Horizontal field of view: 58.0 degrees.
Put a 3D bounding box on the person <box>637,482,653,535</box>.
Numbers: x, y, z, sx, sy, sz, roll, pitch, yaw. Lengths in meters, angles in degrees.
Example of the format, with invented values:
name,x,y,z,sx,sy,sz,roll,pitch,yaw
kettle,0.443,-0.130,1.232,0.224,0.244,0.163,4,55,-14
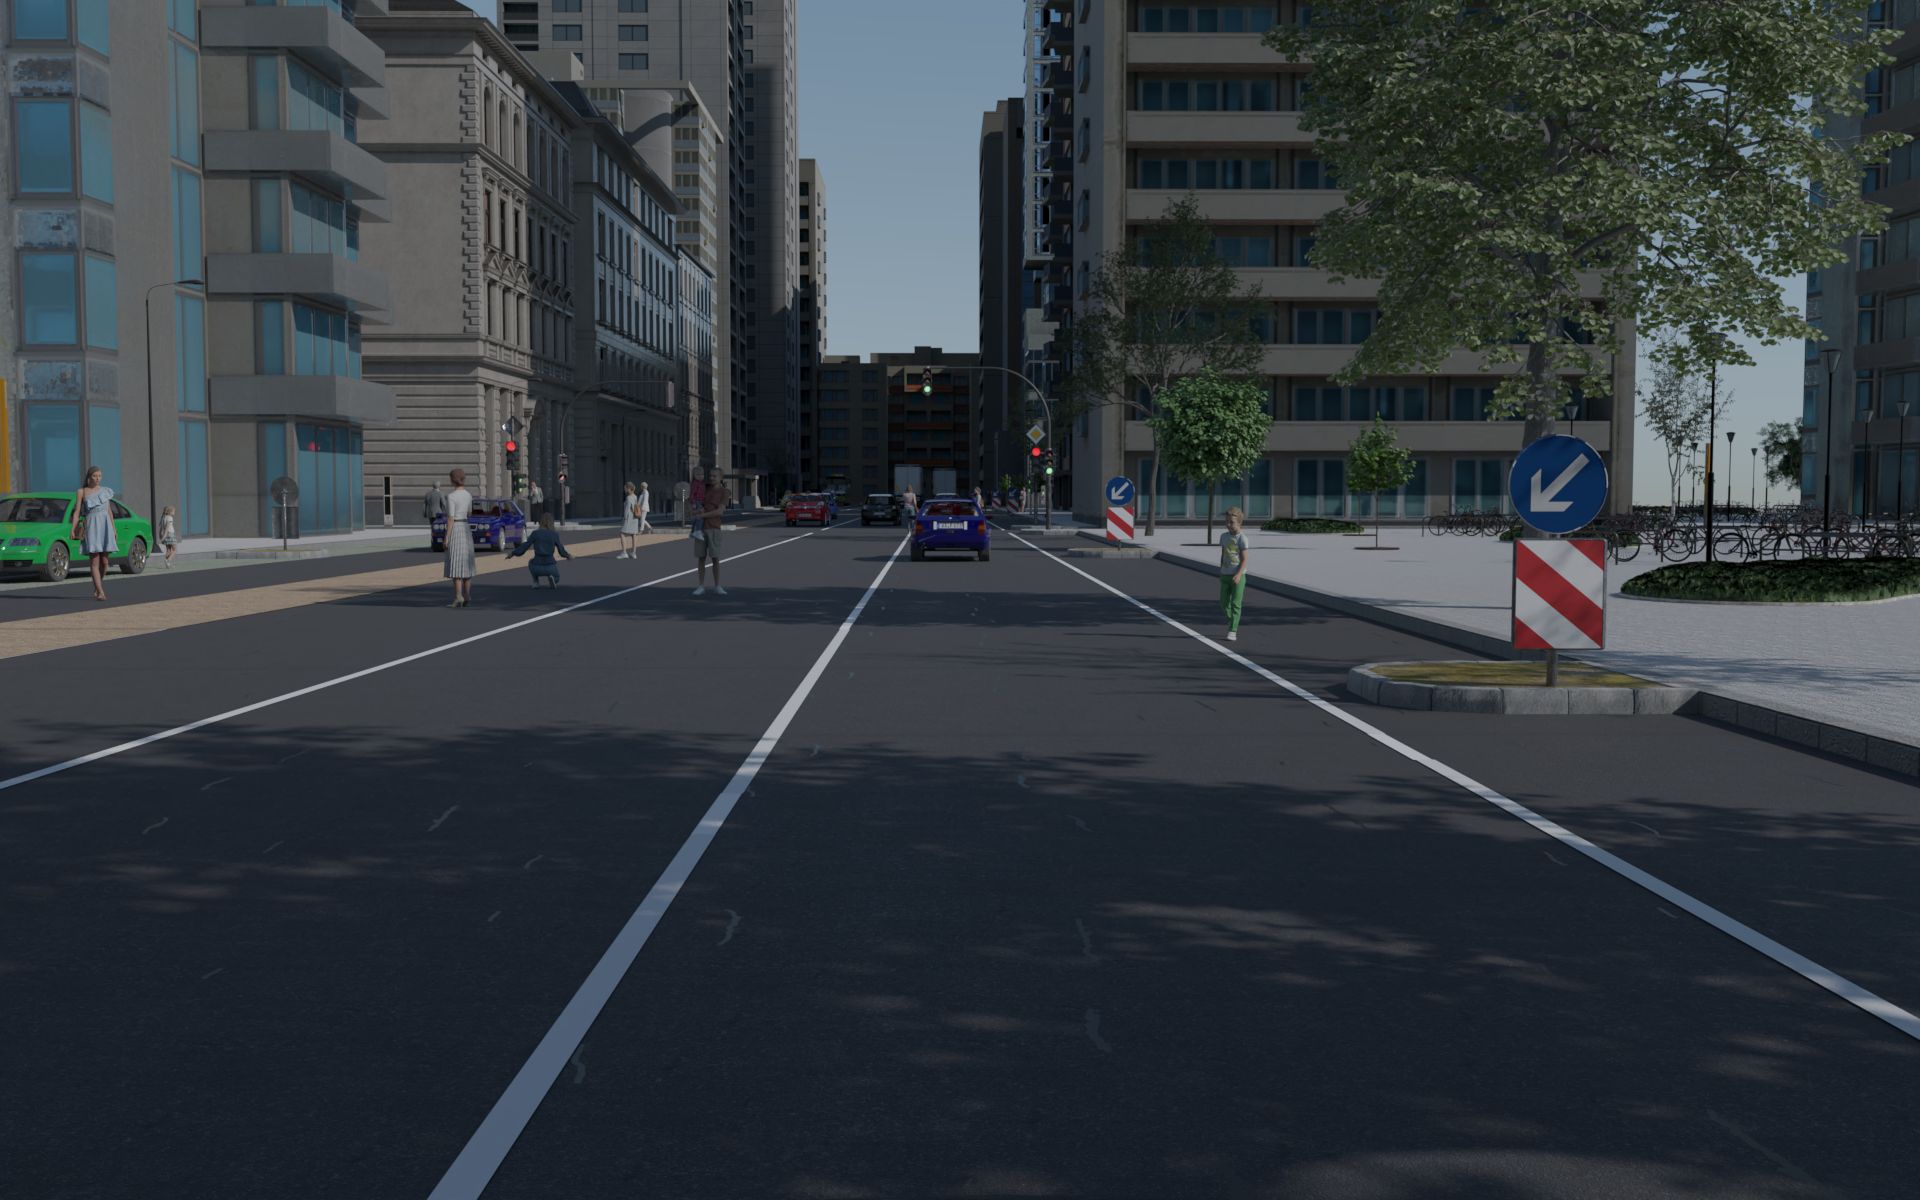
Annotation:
name,x,y,z,sx,sy,sz,roll,pitch,yaw
person,-10.915,-3.162,60.074,0.818,1.842,0.514,-3,5,-45

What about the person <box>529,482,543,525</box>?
name,x,y,z,sx,sy,sz,roll,pitch,yaw
person,-17.795,-4.072,72.803,0.592,1.802,0.473,-1,4,-12

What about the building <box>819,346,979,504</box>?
name,x,y,z,sx,sy,sz,roll,pitch,yaw
building,-4.315,-24.291,242.191,28.899,21.520,27.650,0,4,-1

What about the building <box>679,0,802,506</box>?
name,x,y,z,sx,sy,sz,roll,pitch,yaw
building,-30.356,-47.139,208.978,20.611,71.187,20.563,0,4,-1

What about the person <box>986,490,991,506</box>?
name,x,y,z,sx,sy,sz,roll,pitch,yaw
person,3.189,-11.253,190.832,0.445,1.727,0.742,1,4,17

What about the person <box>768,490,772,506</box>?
name,x,y,z,sx,sy,sz,roll,pitch,yaw
person,-21.060,-11.275,191.210,1.217,1.723,0.721,1,4,10

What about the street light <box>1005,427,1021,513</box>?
name,x,y,z,sx,sy,sz,roll,pitch,yaw
street light,3.840,-9.031,120.201,1.470,5.913,1.316,0,4,-1

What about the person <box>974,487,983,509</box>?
name,x,y,z,sx,sy,sz,roll,pitch,yaw
person,0.667,-3.530,67.226,0.522,1.701,0.512,-1,4,-9

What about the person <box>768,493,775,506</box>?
name,x,y,z,sx,sy,sz,roll,pitch,yaw
person,-19.525,-10.454,180.186,0.991,1.433,0.599,-1,4,-14

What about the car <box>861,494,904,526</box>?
name,x,y,z,sx,sy,sz,roll,pitch,yaw
car,-3.592,-4.262,79.465,2.009,1.686,4.222,0,4,1

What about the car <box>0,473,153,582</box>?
name,x,y,z,sx,sy,sz,roll,pitch,yaw
car,-15.469,-1.261,29.410,1.959,1.807,4.718,0,4,-1

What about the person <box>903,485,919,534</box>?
name,x,y,z,sx,sy,sz,roll,pitch,yaw
person,-1.776,-3.252,62.254,0.593,1.750,0.643,0,4,4

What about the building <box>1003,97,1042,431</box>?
name,x,y,z,sx,sy,sz,roll,pitch,yaw
building,11.903,-33.157,192.232,14.600,45.320,14.200,0,4,-1

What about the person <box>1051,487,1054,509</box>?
name,x,y,z,sx,sy,sz,roll,pitch,yaw
person,7.983,-8.734,148.470,0.705,1.869,1.348,-1,4,-12

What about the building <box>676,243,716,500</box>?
name,x,y,z,sx,sy,sz,roll,pitch,yaw
building,-24.170,-17.116,129.004,9.793,20.994,18.267,0,4,-1

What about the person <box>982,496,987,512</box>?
name,x,y,z,sx,sy,sz,roll,pitch,yaw
person,1.958,-7.881,141.619,0.475,1.303,0.640,1,4,18

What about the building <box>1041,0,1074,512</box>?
name,x,y,z,sx,sy,sz,roll,pitch,yaw
building,17.515,-29.042,129.457,22.147,44.769,28.867,0,4,-1

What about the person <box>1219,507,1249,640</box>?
name,x,y,z,sx,sy,sz,roll,pitch,yaw
person,2.709,-0.268,17.135,0.306,1.304,0.590,1,4,18

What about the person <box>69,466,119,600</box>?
name,x,y,z,sx,sy,sz,roll,pitch,yaw
person,-11.769,-0.912,23.514,0.616,1.811,0.778,-3,4,-36

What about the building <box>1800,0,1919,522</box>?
name,x,y,z,sx,sy,sz,roll,pitch,yaw
building,57.097,-28.159,80.013,30.456,49.044,23.786,0,4,-1

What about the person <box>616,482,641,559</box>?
name,x,y,z,sx,sy,sz,roll,pitch,yaw
person,-7.351,-1.779,38.598,0.522,1.701,0.512,1,4,9

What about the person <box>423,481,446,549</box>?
name,x,y,z,sx,sy,sz,roll,pitch,yaw
person,-13.867,-2.263,45.902,0.661,1.777,0.834,0,4,5

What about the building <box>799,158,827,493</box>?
name,x,y,z,sx,sy,sz,roll,pitch,yaw
building,-29.521,-37.561,237.818,21.600,48.544,21.300,0,4,-1

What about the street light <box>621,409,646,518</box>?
name,x,y,z,sx,sy,sz,roll,pitch,yaw
street light,-17.816,-7.465,94.597,1.470,5.913,1.316,0,4,-1

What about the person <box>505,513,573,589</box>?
name,x,y,z,sx,sy,sz,roll,pitch,yaw
person,-6.415,-0.755,26.348,1.012,1.151,0.738,-1,4,-12

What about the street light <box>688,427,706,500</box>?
name,x,y,z,sx,sy,sz,roll,pitch,yaw
street light,-18.214,-8.992,119.563,1.470,5.913,1.316,0,4,-1

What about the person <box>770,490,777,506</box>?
name,x,y,z,sx,sy,sz,roll,pitch,yaw
person,-21.086,-11.437,193.752,1.217,1.736,0.721,0,4,1

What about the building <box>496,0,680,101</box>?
name,x,y,z,sx,sy,sz,roll,pitch,yaw
building,-50.629,-48.866,237.211,20.611,71.187,20.563,0,4,-1

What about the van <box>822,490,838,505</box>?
name,x,y,z,sx,sy,sz,roll,pitch,yaw
van,-13.934,-10.799,183.570,2.013,2.044,4.112,0,4,-1

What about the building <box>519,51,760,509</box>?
name,x,y,z,sx,sy,sz,roll,pitch,yaw
building,-35.016,-28.406,156.324,32.217,40.220,23.993,0,4,-1

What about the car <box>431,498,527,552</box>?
name,x,y,z,sx,sy,sz,roll,pitch,yaw
car,-12.225,-1.927,44.089,1.945,1.354,3.894,0,4,-2

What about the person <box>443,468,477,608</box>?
name,x,y,z,sx,sy,sz,roll,pitch,yaw
person,-6.404,-0.787,21.932,0.524,1.755,0.480,1,4,22

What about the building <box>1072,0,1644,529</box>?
name,x,y,z,sx,sy,sz,roll,pitch,yaw
building,15.950,-27.757,77.537,21.600,48.544,21.300,0,4,-1

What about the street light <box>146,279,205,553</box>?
name,x,y,z,sx,sy,sz,roll,pitch,yaw
street light,-17.005,-3.975,37.536,1.470,5.913,1.316,0,4,-1

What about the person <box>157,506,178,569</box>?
name,x,y,z,sx,sy,sz,roll,pitch,yaw
person,-15.220,-1.201,33.154,0.505,1.210,0.382,2,4,34

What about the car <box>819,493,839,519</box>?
name,x,y,z,sx,sy,sz,roll,pitch,yaw
car,-7.954,-5.512,99.711,1.945,1.707,3.694,0,4,-2

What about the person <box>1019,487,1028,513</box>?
name,x,y,z,sx,sy,sz,roll,pitch,yaw
person,4.325,-6.829,118.053,0.532,1.782,0.716,3,5,41

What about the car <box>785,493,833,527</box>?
name,x,y,z,sx,sy,sz,roll,pitch,yaw
car,-6.824,-4.217,77.993,2.155,1.783,4.494,0,4,-1

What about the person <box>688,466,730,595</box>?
name,x,y,z,sx,sy,sz,roll,pitch,yaw
person,-3.620,-0.991,24.684,0.580,1.828,0.573,-3,4,-39

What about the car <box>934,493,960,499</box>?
name,x,y,z,sx,sy,sz,roll,pitch,yaw
car,-0.705,-5.395,97.248,2.155,1.783,4.494,0,4,1

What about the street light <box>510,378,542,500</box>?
name,x,y,z,sx,sy,sz,roll,pitch,yaw
street light,-17.474,-5.938,69.629,1.470,5.913,1.316,0,4,-1

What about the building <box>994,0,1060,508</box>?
name,x,y,z,sx,sy,sz,roll,pitch,yaw
building,15.054,-52.342,168.455,22.319,86.520,31.000,0,4,-1

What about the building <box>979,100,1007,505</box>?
name,x,y,z,sx,sy,sz,roll,pitch,yaw
building,13.222,-35.860,210.019,21.300,48.544,21.600,0,4,-1

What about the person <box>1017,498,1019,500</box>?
name,x,y,z,sx,sy,sz,roll,pitch,yaw
person,4.762,-8.908,154.954,1.065,1.426,0.557,1,4,15

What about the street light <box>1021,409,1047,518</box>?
name,x,y,z,sx,sy,sz,roll,pitch,yaw
street light,4.226,-7.474,94.737,1.470,5.913,1.316,0,4,-1

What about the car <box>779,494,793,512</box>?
name,x,y,z,sx,sy,sz,roll,pitch,yaw
car,-13.567,-7.914,139.616,2.015,1.641,3.980,0,4,-1

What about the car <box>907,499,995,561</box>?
name,x,y,z,sx,sy,sz,roll,pitch,yaw
car,-0.202,-1.566,38.191,1.945,1.354,3.894,0,3,0

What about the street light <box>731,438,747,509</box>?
name,x,y,z,sx,sy,sz,roll,pitch,yaw
street light,-18.456,-10.524,144.606,1.470,5.913,1.316,0,4,-1
